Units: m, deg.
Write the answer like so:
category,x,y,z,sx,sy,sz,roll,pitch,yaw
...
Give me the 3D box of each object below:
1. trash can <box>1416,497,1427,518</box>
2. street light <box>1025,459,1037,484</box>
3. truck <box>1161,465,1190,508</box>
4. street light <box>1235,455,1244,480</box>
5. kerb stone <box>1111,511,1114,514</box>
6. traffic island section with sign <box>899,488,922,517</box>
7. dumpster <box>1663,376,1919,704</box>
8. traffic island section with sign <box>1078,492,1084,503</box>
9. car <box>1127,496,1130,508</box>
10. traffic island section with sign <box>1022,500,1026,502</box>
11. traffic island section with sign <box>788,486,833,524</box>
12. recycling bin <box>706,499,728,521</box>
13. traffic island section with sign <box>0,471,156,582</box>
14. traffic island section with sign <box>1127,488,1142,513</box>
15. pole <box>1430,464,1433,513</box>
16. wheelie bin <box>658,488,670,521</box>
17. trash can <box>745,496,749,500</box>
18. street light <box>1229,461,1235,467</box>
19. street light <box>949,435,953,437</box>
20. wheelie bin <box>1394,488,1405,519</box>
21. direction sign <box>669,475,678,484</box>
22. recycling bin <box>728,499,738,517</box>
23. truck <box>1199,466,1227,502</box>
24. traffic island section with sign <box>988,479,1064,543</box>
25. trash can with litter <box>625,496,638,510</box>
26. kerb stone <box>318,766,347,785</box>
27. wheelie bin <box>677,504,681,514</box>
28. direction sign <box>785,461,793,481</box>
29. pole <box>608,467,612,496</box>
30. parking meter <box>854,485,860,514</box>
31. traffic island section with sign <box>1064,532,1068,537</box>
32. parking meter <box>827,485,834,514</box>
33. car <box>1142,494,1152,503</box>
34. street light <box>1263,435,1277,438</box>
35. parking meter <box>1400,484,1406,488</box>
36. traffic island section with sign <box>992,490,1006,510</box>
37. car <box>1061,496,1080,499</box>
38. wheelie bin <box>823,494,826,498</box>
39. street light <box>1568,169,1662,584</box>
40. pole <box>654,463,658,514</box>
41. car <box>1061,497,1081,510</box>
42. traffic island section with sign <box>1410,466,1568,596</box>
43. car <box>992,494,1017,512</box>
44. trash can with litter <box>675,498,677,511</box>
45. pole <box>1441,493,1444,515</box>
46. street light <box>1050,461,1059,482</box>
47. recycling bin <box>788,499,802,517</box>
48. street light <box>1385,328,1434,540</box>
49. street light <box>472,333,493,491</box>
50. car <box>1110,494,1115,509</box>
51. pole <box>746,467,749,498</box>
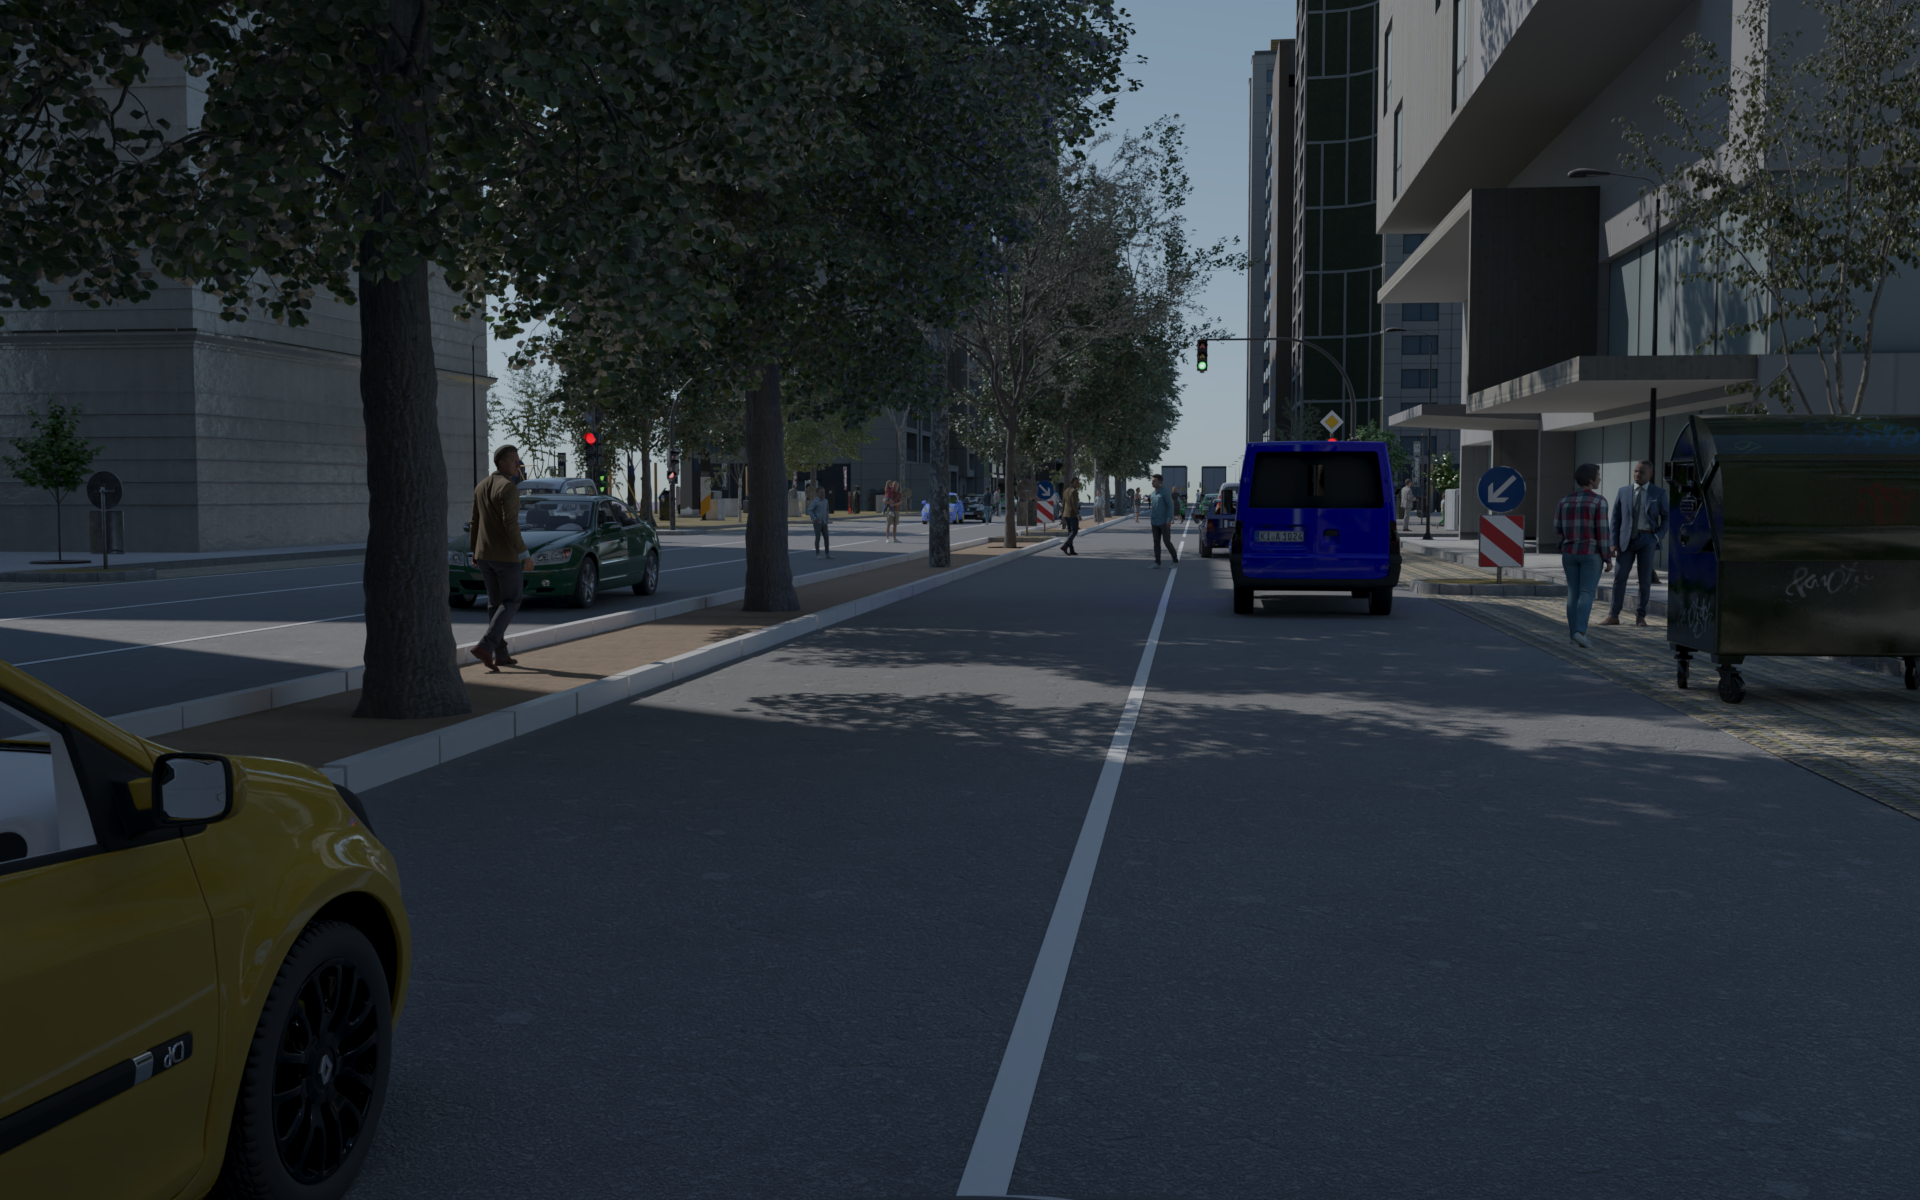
category,x,y,z,sx,sy,sz,roll,pitch,yaw
trash can,25.033,-5.021,93.749,0.748,1.137,0.748,0,3,0
street light,8.367,-14.339,206.980,1.470,5.913,1.316,0,4,8
truck,21.676,-11.358,174.622,2.839,4.237,11.283,1,4,8
street light,36.079,-15.153,220.288,1.470,5.913,1.316,0,4,8
kerb stone,11.644,-6.617,130.389,0.120,0.150,1.000,0,4,8
traffic island section with sign,-3.417,-6.239,110.636,1.989,1.847,2.006,0,4,8
dumpster,6.066,-0.439,12.125,1.985,2.255,1.502,0,4,6
traffic island section with sign,18.203,-15.904,268.660,1.989,1.847,2.006,0,4,8
car,16.641,-10.239,179.201,2.131,1.459,4.920,0,4,7
traffic island section with sign,7.050,-10.915,187.081,1.989,1.847,2.006,0,4,8
traffic island section with sign,-7.178,-4.556,83.116,1.989,1.847,2.006,0,4,8
recycling bin,-11.893,-4.380,84.168,0.722,1.027,0.722,1,4,22
traffic island section with sign,-14.603,-1.237,28.849,1.989,1.847,2.006,0,4,8
traffic island section with sign,13.130,-7.670,133.546,2.006,1.907,1.989,0,4,8
pole,31.566,-7.472,116.011,0.158,3.312,0.155,0,3,0
wheelie bin,-14.168,-4.606,83.218,0.693,1.594,0.980,-1,4,-13
trash can,-14.125,-6.435,116.867,0.748,1.137,0.748,0,3,0
street light,42.599,-18.029,267.315,1.470,5.913,1.316,0,4,8
street light,-1.260,-10.064,137.094,1.470,5.913,1.316,0,4,8
wheelie bin,22.422,-4.894,87.926,0.980,1.594,0.693,-1,4,-22
direction sign,-22.400,-8.769,135.378,0.876,3.537,0.379,-3,5,-45
recycling bin,-12.788,-5.164,96.988,0.722,1.027,0.722,2,4,33
truck,26.045,-11.569,178.062,2.839,4.237,11.283,0,4,8
traffic island section with sign,1.937,-2.668,51.760,2.006,1.907,1.989,0,4,8
trash can with litter,-25.985,-7.693,137.170,0.624,1.170,1.055,2,4,25
kerb stone,-3.027,0.898,7.671,0.120,0.150,1.000,0,4,8
wheelie bin,-15.616,-5.503,97.882,0.980,1.594,0.693,3,5,41
direction sign,-10.231,-6.763,102.568,0.379,3.537,0.876,3,5,41
pole,-17.658,-5.720,87.368,0.158,3.312,0.155,0,3,0
parking meter,-6.743,-6.581,113.310,0.255,1.863,0.399,-3,5,-42
traffic island section with sign,2.950,-3.117,59.098,2.006,1.907,1.989,0,4,8
parking meter,-8.359,-6.509,112.130,0.399,1.863,0.255,1,4,12
car,30.490,-16.466,281.580,2.083,1.381,4.827,0,4,7
street light,24.706,-10.077,137.297,1.470,5.913,1.316,0,4,8
parking meter,26.598,-6.010,103.980,0.255,1.863,0.399,-3,5,-41
traffic island section with sign,3.309,-9.243,159.756,1.989,1.847,2.006,0,4,8
car,10.146,-9.218,160.502,2.009,1.686,4.222,1,4,9
wheelie bin,-8.570,-5.985,105.756,0.693,1.594,0.980,0,4,5
street light,9.380,-3.198,24.825,1.470,5.913,1.316,0,4,8
pole,-19.655,-7.221,111.911,0.158,3.312,0.155,0,3,0
car,9.868,-8.755,155.724,1.945,1.354,3.894,1,4,10
traffic island section with sign,7.622,-1.012,25.181,1.989,1.847,2.006,0,4,8
car,3.664,-8.066,140.668,1.959,1.807,4.718,0,4,7
trash can with litter,-21.621,-7.441,133.055,0.624,1.170,1.055,-1,4,-9
pole,29.935,-6.933,107.194,0.158,3.312,0.155,0,3,0
street light,13.247,-16.578,243.595,1.470,5.913,1.316,0,4,8
recycling bin,-9.212,-5.116,96.203,0.722,1.027,0.722,1,4,10
street light,12.577,-4.642,48.446,1.470,5.913,1.316,0,4,8
street light,-13.263,-4.686,49.150,1.470,5.913,1.316,0,4,8
car,13.398,-8.886,155.076,2.009,1.686,4.222,1,4,10
pole,-15.737,-8.215,128.164,0.158,3.312,0.155,0,3,0
